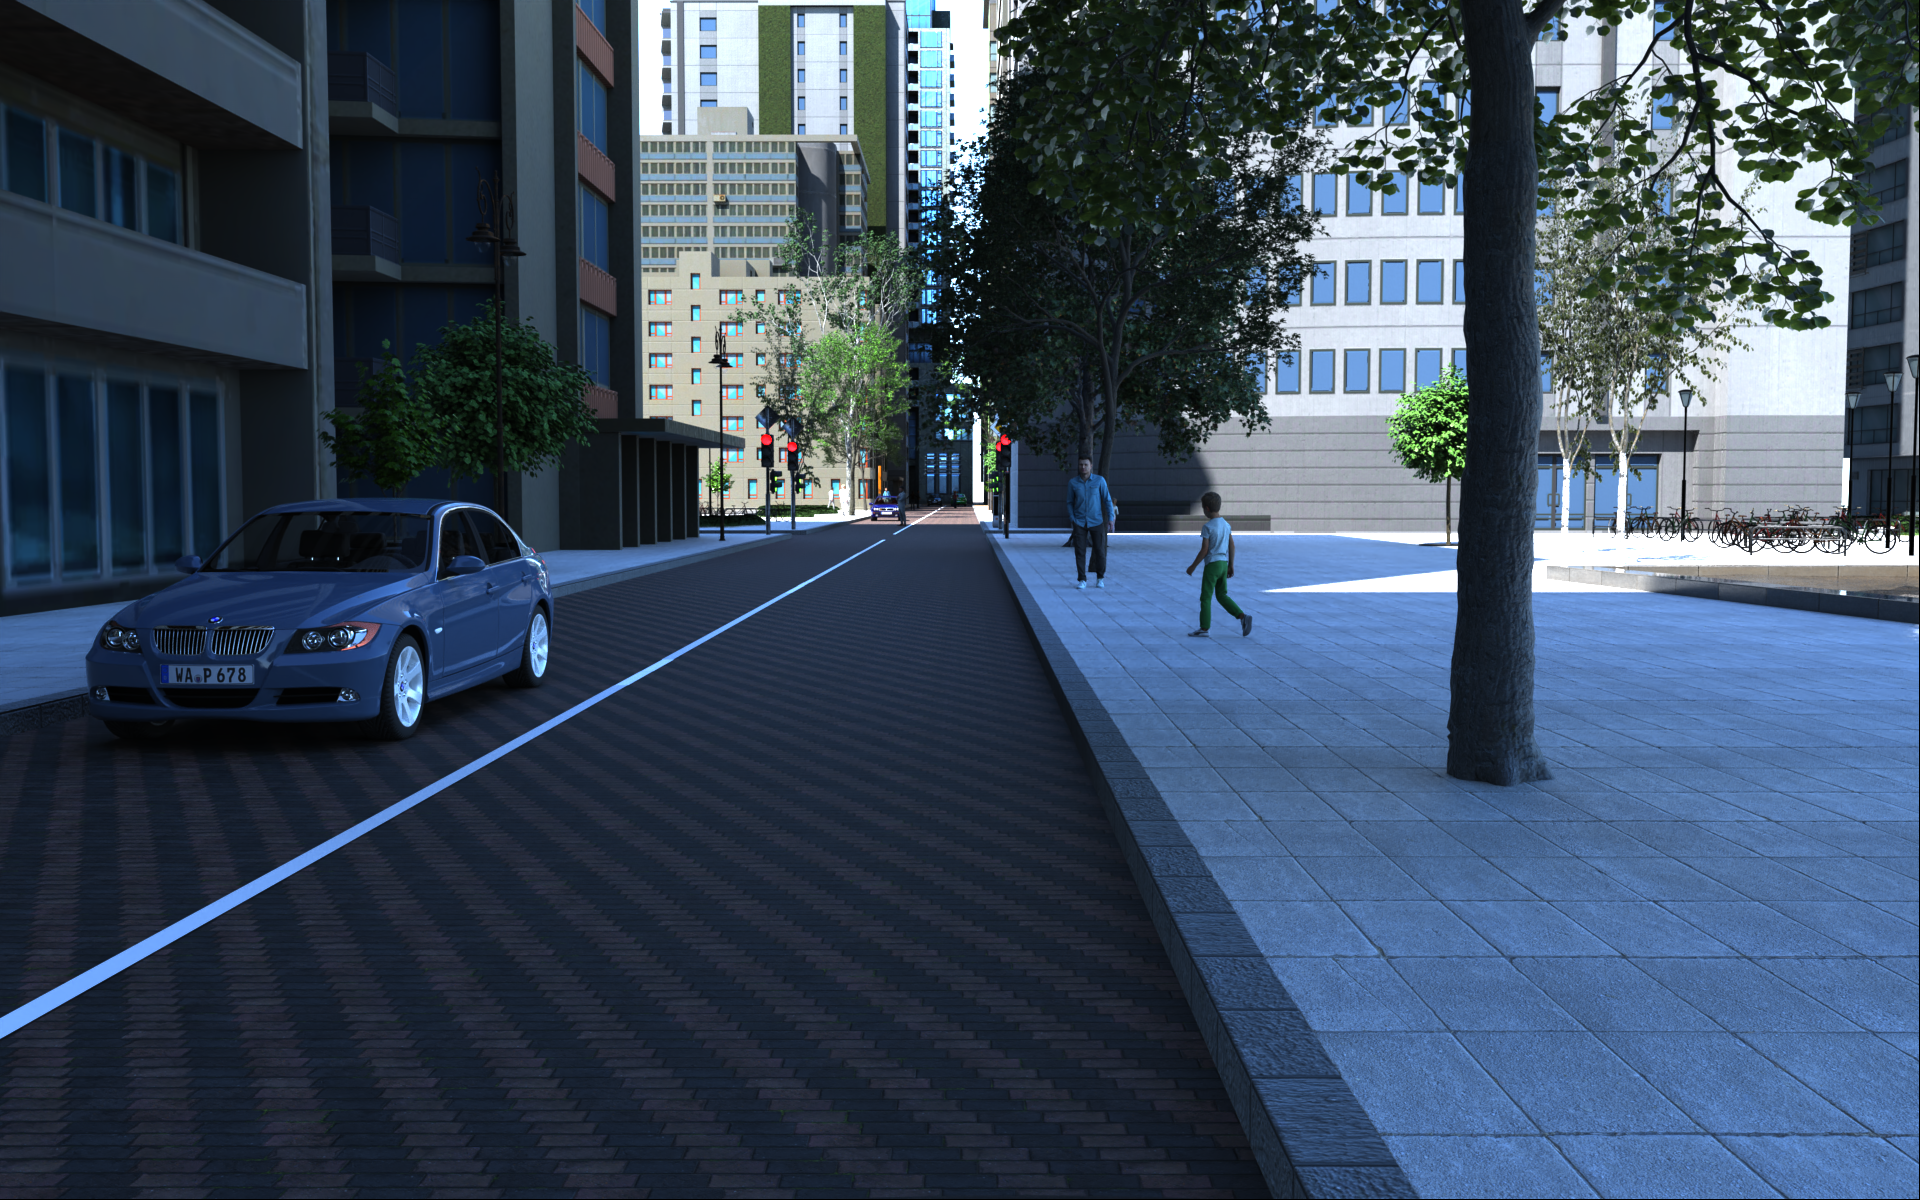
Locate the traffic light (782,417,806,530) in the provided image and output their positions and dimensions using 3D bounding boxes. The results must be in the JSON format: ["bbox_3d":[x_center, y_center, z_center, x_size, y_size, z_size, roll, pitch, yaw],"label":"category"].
[{"bbox_3d":[-6.012,-4.506,62.599,0.839,4.253,0.868,0,4,0],"label":"traffic light"}]

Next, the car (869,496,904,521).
[{"bbox_3d":[-3.905,-4.937,93.306,1.945,1.354,3.894,0,4,-1],"label":"car"}]

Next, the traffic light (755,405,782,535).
[{"bbox_3d":[-6.043,-4.018,54.614,0.839,4.253,0.868,0,4,0],"label":"traffic light"}]

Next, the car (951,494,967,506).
[{"bbox_3d":[-0.138,-11.785,201.480,1.959,1.807,4.718,0,4,1],"label":"car"}]

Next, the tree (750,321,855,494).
[{"bbox_3d":[-6.968,-7.568,74.094,4.360,8.622,3.978,0,3,0],"label":"tree"}]

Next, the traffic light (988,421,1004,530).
[{"bbox_3d":[1.449,-4.506,62.586,0.839,4.253,0.868,0,4,0],"label":"traffic light"}]

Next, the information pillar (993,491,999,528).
[{"bbox_3d":[1.397,-3.768,66.100,0.304,2.012,0.304,0,4,-1],"label":"information pillar"}]

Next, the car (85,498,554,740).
[{"bbox_3d":[-4.027,0.022,11.635,2.014,1.417,4.499,0,4,2],"label":"car"}]

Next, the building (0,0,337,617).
[{"bbox_3d":[-19.655,-23.815,13.071,21.300,48.544,21.600,0,4,0],"label":"building"}]

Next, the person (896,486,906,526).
[{"bbox_3d":[-2.670,-4.227,77.794,0.466,1.800,0.511,-3,5,-43],"label":"person"}]

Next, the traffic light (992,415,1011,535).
[{"bbox_3d":[1.418,-4.017,54.601,0.839,4.253,0.868,0,4,0],"label":"traffic light"}]

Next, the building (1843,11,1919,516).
[{"bbox_3d":[45.857,-23.621,69.798,14.086,41.232,14.154,0,4,0],"label":"building"}]

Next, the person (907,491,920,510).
[{"bbox_3d":[-4.216,-8.887,154.620,1.217,1.723,0.721,0,4,6],"label":"person"}]

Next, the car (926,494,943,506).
[{"bbox_3d":[-3.012,-11.997,205.943,2.009,1.686,4.222,0,4,-1],"label":"car"}]

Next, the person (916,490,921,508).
[{"bbox_3d":[-4.203,-10.170,174.806,0.705,1.821,1.348,-1,4,-15],"label":"person"}]

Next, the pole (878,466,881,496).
[{"bbox_3d":[-5.789,-8.020,124.975,0.158,3.312,0.155,0,3,0],"label":"pole"}]

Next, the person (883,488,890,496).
[{"bbox_3d":[-5.835,-8.047,137.947,0.601,1.785,0.444,1,4,16],"label":"person"}]

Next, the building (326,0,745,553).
[{"bbox_3d":[-21.141,-23.689,41.934,28.867,44.769,22.147,0,4,0],"label":"building"}]

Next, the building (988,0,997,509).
[{"bbox_3d":[9.416,-28.378,147.578,14.154,41.232,14.086,0,4,0],"label":"building"}]

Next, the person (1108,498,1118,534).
[{"bbox_3d":[5.043,-2.742,57.618,0.425,1.301,0.394,0,4,-7],"label":"person"}]

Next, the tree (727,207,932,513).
[{"bbox_3d":[-8.569,-15.876,115.463,12.611,20.169,13.585,0,3,0],"label":"tree"}]

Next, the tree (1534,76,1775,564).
[{"bbox_3d":[12.335,-4.961,31.471,4.360,8.622,3.978,0,3,0],"label":"tree"}]

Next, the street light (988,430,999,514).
[{"bbox_3d":[2.125,-8.649,114.202,0.468,5.910,1.993,0,4,0],"label":"street light"}]

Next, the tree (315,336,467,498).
[{"bbox_3d":[-7.153,-1.642,21.447,1.663,3.219,1.824,0,3,0],"label":"tree"}]

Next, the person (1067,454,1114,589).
[{"bbox_3d":[1.783,-1.077,23.666,0.660,1.820,0.620,1,4,9],"label":"person"}]

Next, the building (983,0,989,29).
[{"bbox_3d":[16.668,-35.402,168.063,28.713,52.752,27.495,0,4,0],"label":"building"}]

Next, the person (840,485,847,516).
[{"bbox_3d":[-6.827,-5.841,101.425,0.514,1.842,0.818,1,4,11],"label":"person"}]

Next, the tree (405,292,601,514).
[{"bbox_3d":[-7.683,-2.729,28.332,4.285,4.588,4.351,0,3,0],"label":"tree"}]

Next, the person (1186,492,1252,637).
[{"bbox_3d":[2.323,-0.318,15.490,0.590,1.304,0.306,2,4,29],"label":"person"}]

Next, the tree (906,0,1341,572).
[{"bbox_3d":[2.563,-5.726,28.037,7.601,10.594,8.767,2,4,24],"label":"tree"}]

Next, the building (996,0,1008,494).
[{"bbox_3d":[13.390,-30.447,121.509,21.300,48.544,21.600,0,4,0],"label":"building"}]

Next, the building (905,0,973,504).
[{"bbox_3d":[-13.775,-56.108,230.039,31.000,86.520,22.319,0,4,0],"label":"building"}]

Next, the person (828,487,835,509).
[{"bbox_3d":[-9.596,-7.517,129.215,0.850,1.792,0.678,-3,4,-38],"label":"person"}]

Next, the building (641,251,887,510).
[{"bbox_3d":[-20.958,-18.799,152.410,27.650,21.520,28.899,0,4,0],"label":"building"}]

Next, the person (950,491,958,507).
[{"bbox_3d":[-0.647,-11.427,195.411,1.350,1.814,0.705,-3,5,-45],"label":"person"}]

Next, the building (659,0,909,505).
[{"bbox_3d":[-20.184,-40.416,202.792,28.212,58.520,21.231,0,4,0],"label":"building"}]

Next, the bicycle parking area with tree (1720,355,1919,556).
[{"bbox_3d":[20.884,-3.124,38.078,9.016,4.147,8.231,3,4,37],"label":"bicycle parking area with tree"}]

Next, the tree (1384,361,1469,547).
[{"bbox_3d":[12.230,-3.621,42.924,4.285,4.588,4.351,0,3,0],"label":"tree"}]

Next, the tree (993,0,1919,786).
[{"bbox_3d":[2.015,-5.471,7.572,7.486,12.596,7.792,0,3,0],"label":"tree"}]

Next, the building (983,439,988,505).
[{"bbox_3d":[13.983,-54.041,196.236,22.319,86.520,31.000,0,4,0],"label":"building"}]

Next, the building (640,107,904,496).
[{"bbox_3d":[-22.152,-29.747,178.241,32.217,40.220,23.993,0,4,0],"label":"building"}]

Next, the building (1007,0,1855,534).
[{"bbox_3d":[16.202,-32.173,68.021,28.212,58.520,21.231,0,4,0],"label":"building"}]

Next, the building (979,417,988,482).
[{"bbox_3d":[9.641,-27.880,227.540,14.107,30.474,14.160,0,4,0],"label":"building"}]

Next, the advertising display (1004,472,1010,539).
[{"bbox_3d":[1.355,-2.751,50.194,0.123,1.923,0.974,0,4,-1],"label":"advertising display"}]

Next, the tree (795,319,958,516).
[{"bbox_3d":[-6.265,-10.797,102.292,9.928,11.665,9.643,0,3,0],"label":"tree"}]

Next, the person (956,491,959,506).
[{"bbox_3d":[-0.325,-12.248,208.766,1.348,1.822,0.705,2,4,34],"label":"person"}]

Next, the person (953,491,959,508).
[{"bbox_3d":[-0.386,-10.114,174.588,0.721,1.743,1.217,-1,4,-23],"label":"person"}]

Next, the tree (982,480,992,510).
[{"bbox_3d":[2.875,-8.835,139.049,1.663,3.219,1.824,0,3,0],"label":"tree"}]

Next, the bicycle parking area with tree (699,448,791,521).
[{"bbox_3d":[-13.015,-5.812,82.025,9.016,4.147,8.231,-2,4,-25],"label":"bicycle parking area with tree"}]

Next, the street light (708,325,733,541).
[{"bbox_3d":[-6.538,-4.567,47.453,0.468,5.910,1.993,0,4,0],"label":"street light"}]

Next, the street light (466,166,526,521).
[{"bbox_3d":[-6.624,-3.187,24.890,0.468,5.910,1.993,0,4,0],"label":"street light"}]

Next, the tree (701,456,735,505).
[{"bbox_3d":[-12.319,-5.729,88.263,1.663,3.219,1.824,0,3,0],"label":"tree"}]

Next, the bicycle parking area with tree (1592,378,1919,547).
[{"bbox_3d":[22.502,-3.751,48.338,8.231,4.147,9.016,0,4,2],"label":"bicycle parking area with tree"}]

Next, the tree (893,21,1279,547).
[{"bbox_3d":[3.121,-7.622,41.622,9.611,12.733,9.660,0,3,0],"label":"tree"}]

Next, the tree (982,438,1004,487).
[{"bbox_3d":[2.788,-6.269,86.208,4.285,4.588,4.351,0,3,0],"label":"tree"}]

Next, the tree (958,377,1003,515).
[{"bbox_3d":[2.404,-11.108,107.372,9.928,11.665,9.643,0,3,0],"label":"tree"}]
